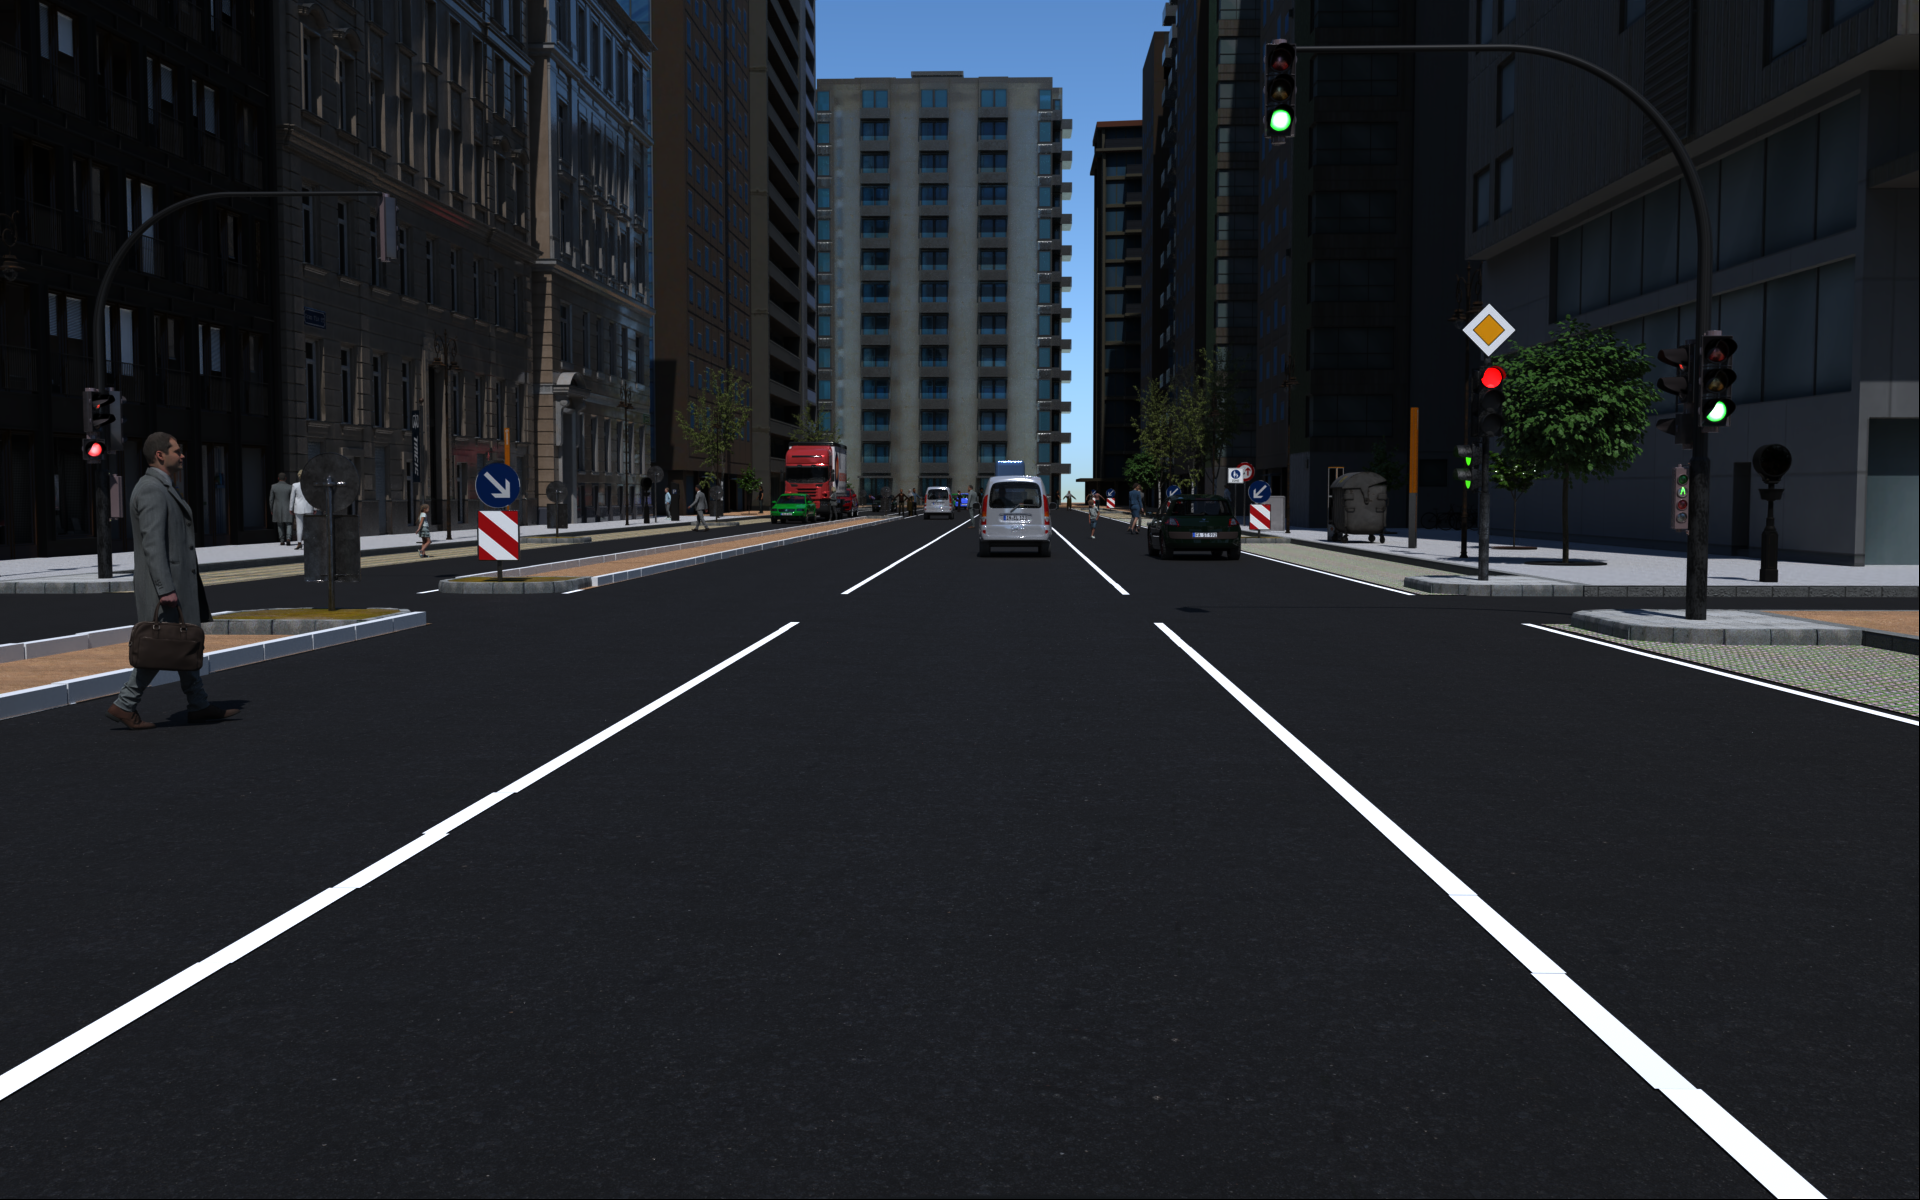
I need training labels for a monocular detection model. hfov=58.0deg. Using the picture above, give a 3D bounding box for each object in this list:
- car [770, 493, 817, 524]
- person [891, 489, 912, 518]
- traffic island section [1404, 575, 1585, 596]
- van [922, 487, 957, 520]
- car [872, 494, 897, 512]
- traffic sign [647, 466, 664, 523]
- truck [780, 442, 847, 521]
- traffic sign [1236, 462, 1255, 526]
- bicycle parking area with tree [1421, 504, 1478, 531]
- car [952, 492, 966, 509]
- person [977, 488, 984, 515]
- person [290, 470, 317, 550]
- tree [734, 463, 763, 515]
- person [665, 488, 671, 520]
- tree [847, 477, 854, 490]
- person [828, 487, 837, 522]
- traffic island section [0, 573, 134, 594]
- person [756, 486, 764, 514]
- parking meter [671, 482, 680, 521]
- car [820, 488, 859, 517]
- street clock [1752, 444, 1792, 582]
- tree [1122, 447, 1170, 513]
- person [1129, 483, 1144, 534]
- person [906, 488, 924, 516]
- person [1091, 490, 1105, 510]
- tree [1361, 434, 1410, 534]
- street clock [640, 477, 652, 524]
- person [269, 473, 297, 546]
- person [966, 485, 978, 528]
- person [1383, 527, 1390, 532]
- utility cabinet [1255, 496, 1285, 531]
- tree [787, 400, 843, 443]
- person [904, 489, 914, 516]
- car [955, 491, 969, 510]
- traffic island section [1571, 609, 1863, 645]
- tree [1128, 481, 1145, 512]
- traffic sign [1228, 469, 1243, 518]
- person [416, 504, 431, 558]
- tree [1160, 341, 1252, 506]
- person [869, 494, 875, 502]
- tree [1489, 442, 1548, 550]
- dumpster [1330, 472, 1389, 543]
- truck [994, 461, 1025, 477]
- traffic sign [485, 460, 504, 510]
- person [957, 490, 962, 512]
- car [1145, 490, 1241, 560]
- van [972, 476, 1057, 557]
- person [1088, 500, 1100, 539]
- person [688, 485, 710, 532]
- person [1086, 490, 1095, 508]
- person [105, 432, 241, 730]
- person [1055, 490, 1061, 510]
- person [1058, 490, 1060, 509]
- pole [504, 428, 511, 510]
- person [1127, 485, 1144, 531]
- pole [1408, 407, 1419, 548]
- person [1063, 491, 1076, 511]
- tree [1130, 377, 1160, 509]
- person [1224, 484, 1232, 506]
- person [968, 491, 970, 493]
[{"bbox_3d":[-8.160,-4.668,85.111,1.959,1.807,4.718,0,4,4],"label":"car"},{"bbox_3d":[-3.495,-5.779,103.502,1.217,1.766,0.721,0,4,-7],"label":"person"},{"bbox_3d":[7.795,-0.211,25.730,2.009,0.180,2.903,0,4,2],"label":"traffic island section"},{"bbox_3d":[-1.186,-5.603,98.614,2.013,2.044,4.112,0,4,1],"label":"van"},{"bbox_3d":[-6.024,-7.881,138.642,2.009,1.686,4.222,0,4,3],"label":"car"},{"bbox_3d":[-13.667,-4.748,77.728,0.768,2.556,0.104,0,4,3],"label":"traffic sign"},{"bbox_3d":[-7.886,-6.487,94.978,2.839,4.237,11.283,0,4,1],"label":"truck"},{"bbox_3d":[11.401,-4.234,69.330,0.768,2.556,0.104,1,4,10],"label":"traffic sign"},{"bbox_3d":[20.988,-4.461,59.938,9.016,4.147,8.231,0,4,6],"label":"bicycle parking area with tree"},{"bbox_3d":[-0.199,-9.459,163.449,1.959,1.807,4.718,0,4,2],"label":"car"},{"bbox_3d":[1.474,-6.711,117.849,1.348,1.869,0.705,-1,4,-9],"label":"person"},{"bbox_3d":[-15.041,-2.071,39.775,0.818,1.842,0.514,3,4,38],"label":"person"},{"bbox_3d":[-13.090,-6.964,108.457,1.663,3.219,1.824,0,3,0],"label":"tree"},{"bbox_3d":[-14.724,-4.852,87.182,0.330,1.601,0.589,-1,4,-20],"label":"person"},{"bbox_3d":[-11.363,-10.662,168.928,1.663,3.219,1.824,0,3,0],"label":"tree"},{"bbox_3d":[-6.377,-4.769,86.662,0.526,1.800,0.537,-2,4,-23],"label":"person"},{"bbox_3d":[-13.036,-0.251,26.381,2.009,0.180,2.903,0,4,2],"label":"traffic island section"},{"bbox_3d":[-13.188,-6.628,114.425,0.705,1.822,1.348,-1,4,-20],"label":"person"},{"bbox_3d":[-13.619,-4.720,82.879,0.399,1.863,0.255,0,4,4],"label":"parking meter"},{"bbox_3d":[-7.514,-6.063,107.795,2.281,1.827,5.304,0,4,3],"label":"car"},{"bbox_3d":[11.791,-1.261,25.195,0.471,2.002,0.358,0,4,1],"label":"street clock"},{"bbox_3d":[12.633,-8.258,118.727,4.285,4.588,4.351,0,3,0],"label":"tree"},{"bbox_3d":[6.199,-3.243,61.540,0.654,1.822,0.581,-3,5,-39],"label":"person"},{"bbox_3d":[-3.021,-6.489,114.580,1.348,1.826,0.705,-2,4,-35],"label":"person"},{"bbox_3d":[10.683,-7.661,134.463,1.217,1.736,0.721,2,4,25],"label":"person"},{"bbox_3d":[13.573,-3.744,55.808,1.663,3.219,1.824,0,3,0],"label":"tree"},{"bbox_3d":[-13.638,-4.329,75.354,0.471,2.002,0.358,-3,5,-41],"label":"street clock"},{"bbox_3d":[-16.835,-2.265,43.182,0.694,1.812,0.767,-1,4,-13],"label":"person"},{"bbox_3d":[0.498,-3.906,72.454,0.391,1.810,0.635,1,4,22],"label":"person"},{"bbox_3d":[14.164,-3.034,58.251,0.523,1.515,0.503,3,5,45],"label":"person"},{"bbox_3d":[10.825,-3.016,60.477,1.020,1.237,0.306,1,4,21],"label":"utility cabinet"},{"bbox_3d":[-11.424,-11.410,136.919,4.737,8.622,4.395,0,3,0],"label":"tree"},{"bbox_3d":[-3.274,-6.226,111.025,0.721,1.736,1.217,-2,4,-33],"label":"person"},{"bbox_3d":[0.472,-9.047,157.504,1.945,1.707,3.694,0,4,3],"label":"car"},{"bbox_3d":[7.547,0.277,17.749,2.009,0.180,2.903,0,4,2],"label":"traffic island section"},{"bbox_3d":[13.102,-8.086,126.800,1.663,3.219,1.824,0,3,0],"label":"tree"},{"bbox_3d":[10.808,-4.026,67.950,0.606,2.300,0.079,1,4,8],"label":"traffic sign"},{"bbox_3d":[-12.093,-1.551,38.876,0.382,1.210,0.505,-2,4,-34],"label":"person"},{"bbox_3d":[12.277,-8.161,83.798,4.737,8.622,4.395,0,3,0],"label":"tree"},{"bbox_3d":[-7.158,-7.958,141.851,0.697,1.427,0.421,-2,4,-33],"label":"person"},{"bbox_3d":[12.892,-2.802,40.418,1.663,3.219,1.824,0,3,0],"label":"tree"},{"bbox_3d":[10.527,-2.440,45.649,1.264,1.857,1.865,0,4,2],"label":"dumpster"},{"bbox_3d":[4.005,-8.764,133.042,2.967,4.110,18.799,0,3,0],"label":"truck"},{"bbox_3d":[-14.009,-3.061,52.182,0.606,2.300,0.079,1,4,11],"label":"traffic sign"},{"bbox_3d":[0.026,-7.859,137.795,0.445,1.727,0.742,-2,4,-25],"label":"person"},{"bbox_3d":[5.232,-1.786,38.981,2.009,1.686,4.222,0,4,0],"label":"car"},{"bbox_3d":[1.289,-2.063,40.737,2.013,2.044,4.112,0,4,1],"label":"van"},{"bbox_3d":[4.295,-2.601,55.703,0.352,1.250,0.332,-2,4,-24],"label":"person"},{"bbox_3d":[-9.897,-3.495,65.921,0.850,1.792,0.678,1,4,19],"label":"person"},{"bbox_3d":[10.514,-7.903,138.439,1.217,1.735,0.721,-3,4,-38],"label":"person"},{"bbox_3d":[-4.863,-0.127,10.674,0.767,1.812,0.694,-2,4,-24],"label":"person"},{"bbox_3d":[8.941,-9.186,158.706,0.705,1.822,1.348,-1,4,-18],"label":"person"},{"bbox_3d":[9.605,-9.913,170.589,0.705,1.822,1.348,0,4,7],"label":"person"},{"bbox_3d":[-13.974,-3.651,53.537,0.158,3.312,0.155,0,3,0],"label":"pole"},{"bbox_3d":[6.717,-3.518,66.286,0.573,1.790,0.520,3,5,41],"label":"person"},{"bbox_3d":[10.709,-2.877,40.889,0.158,3.312,0.155,0,3,0],"label":"pole"},{"bbox_3d":[9.472,-8.598,149.808,1.217,1.736,0.721,-1,4,-15],"label":"person"},{"bbox_3d":[12.562,-9.658,108.274,4.737,8.622,4.395,0,3,0],"label":"tree"},{"bbox_3d":[13.584,-5.025,88.431,0.641,1.798,0.478,0,4,2],"label":"person"},{"bbox_3d":[0.749,-9.769,168.669,0.683,1.767,0.568,-3,5,-42],"label":"person"}]
